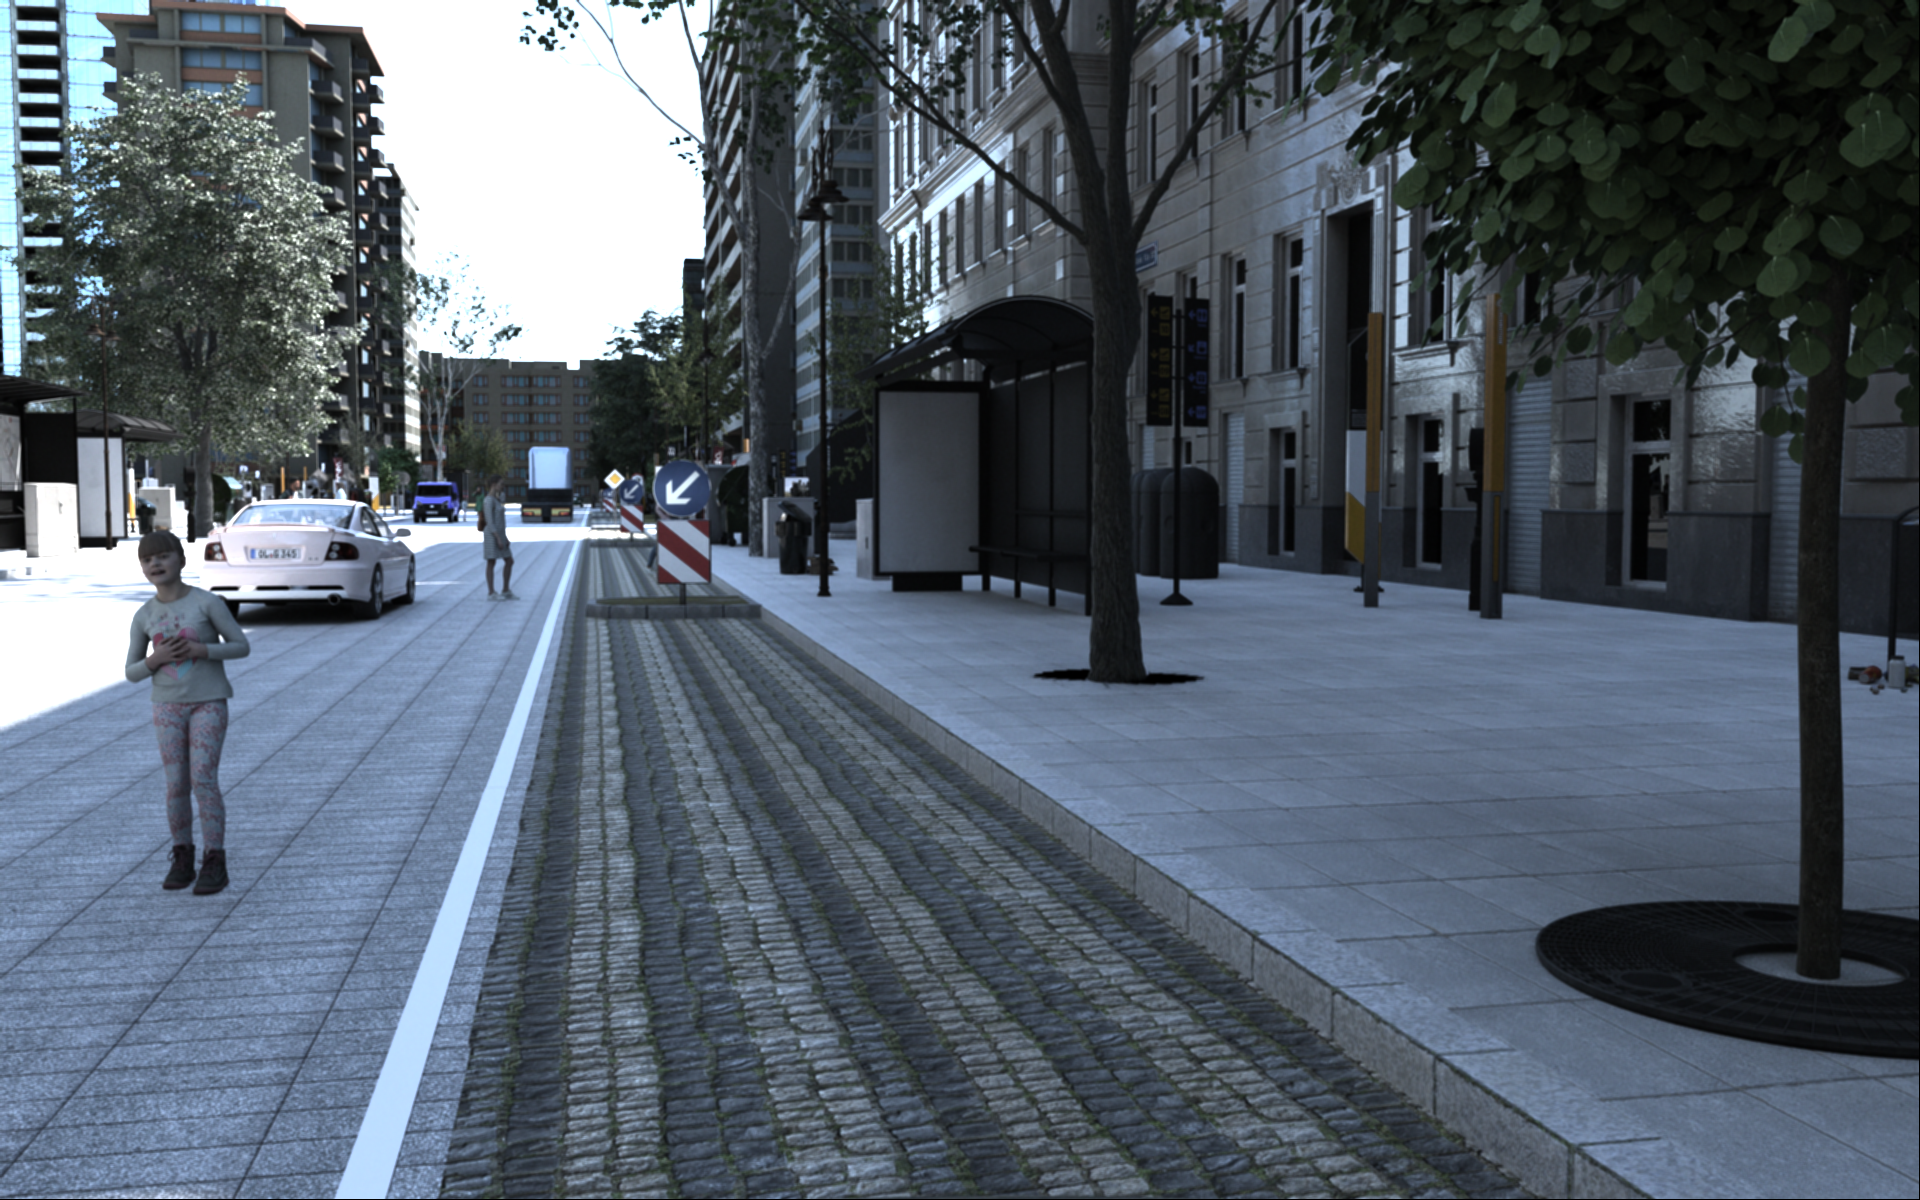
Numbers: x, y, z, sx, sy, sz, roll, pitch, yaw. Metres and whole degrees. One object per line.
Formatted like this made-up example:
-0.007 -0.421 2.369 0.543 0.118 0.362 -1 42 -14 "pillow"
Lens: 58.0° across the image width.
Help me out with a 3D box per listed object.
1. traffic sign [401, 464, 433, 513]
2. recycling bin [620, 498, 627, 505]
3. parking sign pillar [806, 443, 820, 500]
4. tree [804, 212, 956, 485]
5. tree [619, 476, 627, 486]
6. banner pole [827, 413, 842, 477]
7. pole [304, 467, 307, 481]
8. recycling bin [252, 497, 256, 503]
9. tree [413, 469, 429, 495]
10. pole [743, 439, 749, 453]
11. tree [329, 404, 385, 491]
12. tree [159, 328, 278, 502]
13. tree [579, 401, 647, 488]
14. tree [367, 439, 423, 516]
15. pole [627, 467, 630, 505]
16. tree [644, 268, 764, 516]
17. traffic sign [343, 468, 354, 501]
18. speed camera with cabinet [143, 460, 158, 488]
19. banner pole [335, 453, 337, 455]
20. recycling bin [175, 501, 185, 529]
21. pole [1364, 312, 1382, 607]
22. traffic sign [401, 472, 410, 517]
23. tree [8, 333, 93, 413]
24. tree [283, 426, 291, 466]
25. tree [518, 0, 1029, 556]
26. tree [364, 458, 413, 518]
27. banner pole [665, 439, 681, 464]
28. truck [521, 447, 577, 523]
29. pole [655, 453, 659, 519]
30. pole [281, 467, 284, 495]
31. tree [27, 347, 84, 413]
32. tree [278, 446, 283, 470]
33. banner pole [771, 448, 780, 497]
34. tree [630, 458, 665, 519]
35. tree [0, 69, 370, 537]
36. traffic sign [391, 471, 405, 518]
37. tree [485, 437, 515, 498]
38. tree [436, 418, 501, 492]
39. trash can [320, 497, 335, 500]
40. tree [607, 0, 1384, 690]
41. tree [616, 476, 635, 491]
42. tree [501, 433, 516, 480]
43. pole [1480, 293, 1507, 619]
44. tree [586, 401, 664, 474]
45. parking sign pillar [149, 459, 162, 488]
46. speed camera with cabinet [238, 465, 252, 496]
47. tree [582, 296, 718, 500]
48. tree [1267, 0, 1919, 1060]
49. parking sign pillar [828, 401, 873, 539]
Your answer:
-37.358 -7.652 118.977 2.265 3.308 0.079 0 4 -5 "traffic sign"
-28.089 -8.116 145.251 0.722 1.027 0.722 0 4 -5 "recycling bin"
-6.952 -5.891 84.782 1.447 3.967 1.447 3 5 42 "parking sign pillar"
-1.917 -5.828 45.649 4.737 8.622 4.395 0 3 0 "tree"
-27.257 -9.049 142.552 1.663 3.219 1.824 0 3 0 "tree"
-3.879 -3.886 53.560 0.863 3.779 0.401 3 4 36 "banner pole"
-48.631 -8.249 128.716 0.158 3.312 0.155 0 3 0 "pole"
-53.650 -7.235 130.847 0.722 1.027 0.722 0 4 4 "recycling bin"
-35.456 -7.220 112.645 1.663 3.219 1.824 0 3 0 "tree"
-7.901 -4.296 64.081 0.158 3.312 0.155 0 3 0 "pole"
-49.300 -11.711 141.833 4.360 8.622 3.978 0 3 0 "tree"
-32.985 -7.681 75.943 4.360 8.622 3.978 0 3 0 "tree"
-38.240 -17.048 195.739 9.611 12.733 9.660 0 3 0 "tree"
-33.874 -7.344 103.795 4.285 4.588 4.351 0 3 0 "tree"
-24.140 -8.089 126.103 0.158 3.312 0.155 0 3 0 "pole"
-8.371 -6.515 56.888 4.737 8.622 4.395 0 3 0 "tree"
-30.539 -5.263 86.150 0.768 2.556 0.104 0 4 -3 "traffic sign"
-46.144 -6.438 99.595 2.038 3.252 0.660 2 4 33 "speed camera with cabinet"
-37.750 -7.020 104.799 0.401 3.779 0.863 -1 4 -22 "banner pole"
-28.971 -3.118 63.526 0.722 1.027 0.722 2 4 33 "recycling bin"
4.672 -1.575 19.594 0.158 3.312 0.155 0 3 0 "pole"
-31.571 -6.005 98.281 0.768 2.556 0.104 -1 4 -10 "traffic sign"
-53.083 -10.208 101.315 7.601 10.594 8.767 -1 4 -11 "tree"
-56.797 -11.680 141.338 4.360 8.622 3.978 0 3 0 "tree"
-4.804 -10.880 33.779 12.611 20.169 13.585 0 3 0 "tree"
-30.812 -6.017 92.973 1.663 3.219 1.824 0 3 0 "tree"
-12.785 -5.354 77.562 0.863 3.779 0.401 -1 4 -14 "banner pole"
-22.344 -6.387 94.185 2.967 4.110 18.799 -1 4 -12 "truck"
-15.146 -5.671 86.559 0.158 3.312 0.155 0 3 0 "pole"
-51.317 -8.404 131.249 0.158 3.312 0.155 0 3 0 "pole"
-43.739 -8.139 83.436 4.360 8.622 3.978 0 3 0 "tree"
-39.600 -8.799 94.231 4.360 8.622 3.978 0 3 0 "tree"
-10.027 -6.385 94.404 0.401 3.779 0.863 2 4 35 "banner pole"
-16.109 -5.894 90.972 1.663 3.219 1.824 0 3 0 "tree"
-22.673 -8.845 51.269 9.857 13.997 8.962 0 3 0 "tree"
-30.744 -5.783 94.650 0.768 2.556 0.104 -1 4 -9 "traffic sign"
-56.583 -15.993 211.855 4.360 8.622 3.978 0 3 0 "tree"
-46.876 -13.009 163.058 4.737 8.622 4.395 0 3 0 "tree"
-26.926 -3.811 73.961 0.748 1.137 0.748 0 3 0 "trash can"
1.001 -5.259 11.743 9.928 11.665 9.643 0 3 0 "tree"
-42.066 -16.147 214.357 4.360 8.622 3.978 0 3 0 "tree"
-49.940 -14.109 181.038 4.737 8.622 4.395 0 3 0 "tree"
5.473 -1.462 17.750 0.158 3.312 0.155 0 3 0 "pole"
-31.178 -14.132 165.466 7.601 10.594 8.767 2 4 30 "tree"
-57.721 -8.304 124.236 1.447 3.967 1.447 0 4 -6 "parking sign pillar"
-48.134 -7.392 115.193 0.660 3.252 2.038 2 4 28 "speed camera with cabinet"
-20.081 -12.601 112.685 9.857 13.997 8.962 0 3 0 "tree"
2.368 -1.273 4.520 4.285 4.588 4.351 0 3 0 "tree"
-3.056 -3.733 49.502 1.447 3.967 1.447 0 4 7 "parking sign pillar"
